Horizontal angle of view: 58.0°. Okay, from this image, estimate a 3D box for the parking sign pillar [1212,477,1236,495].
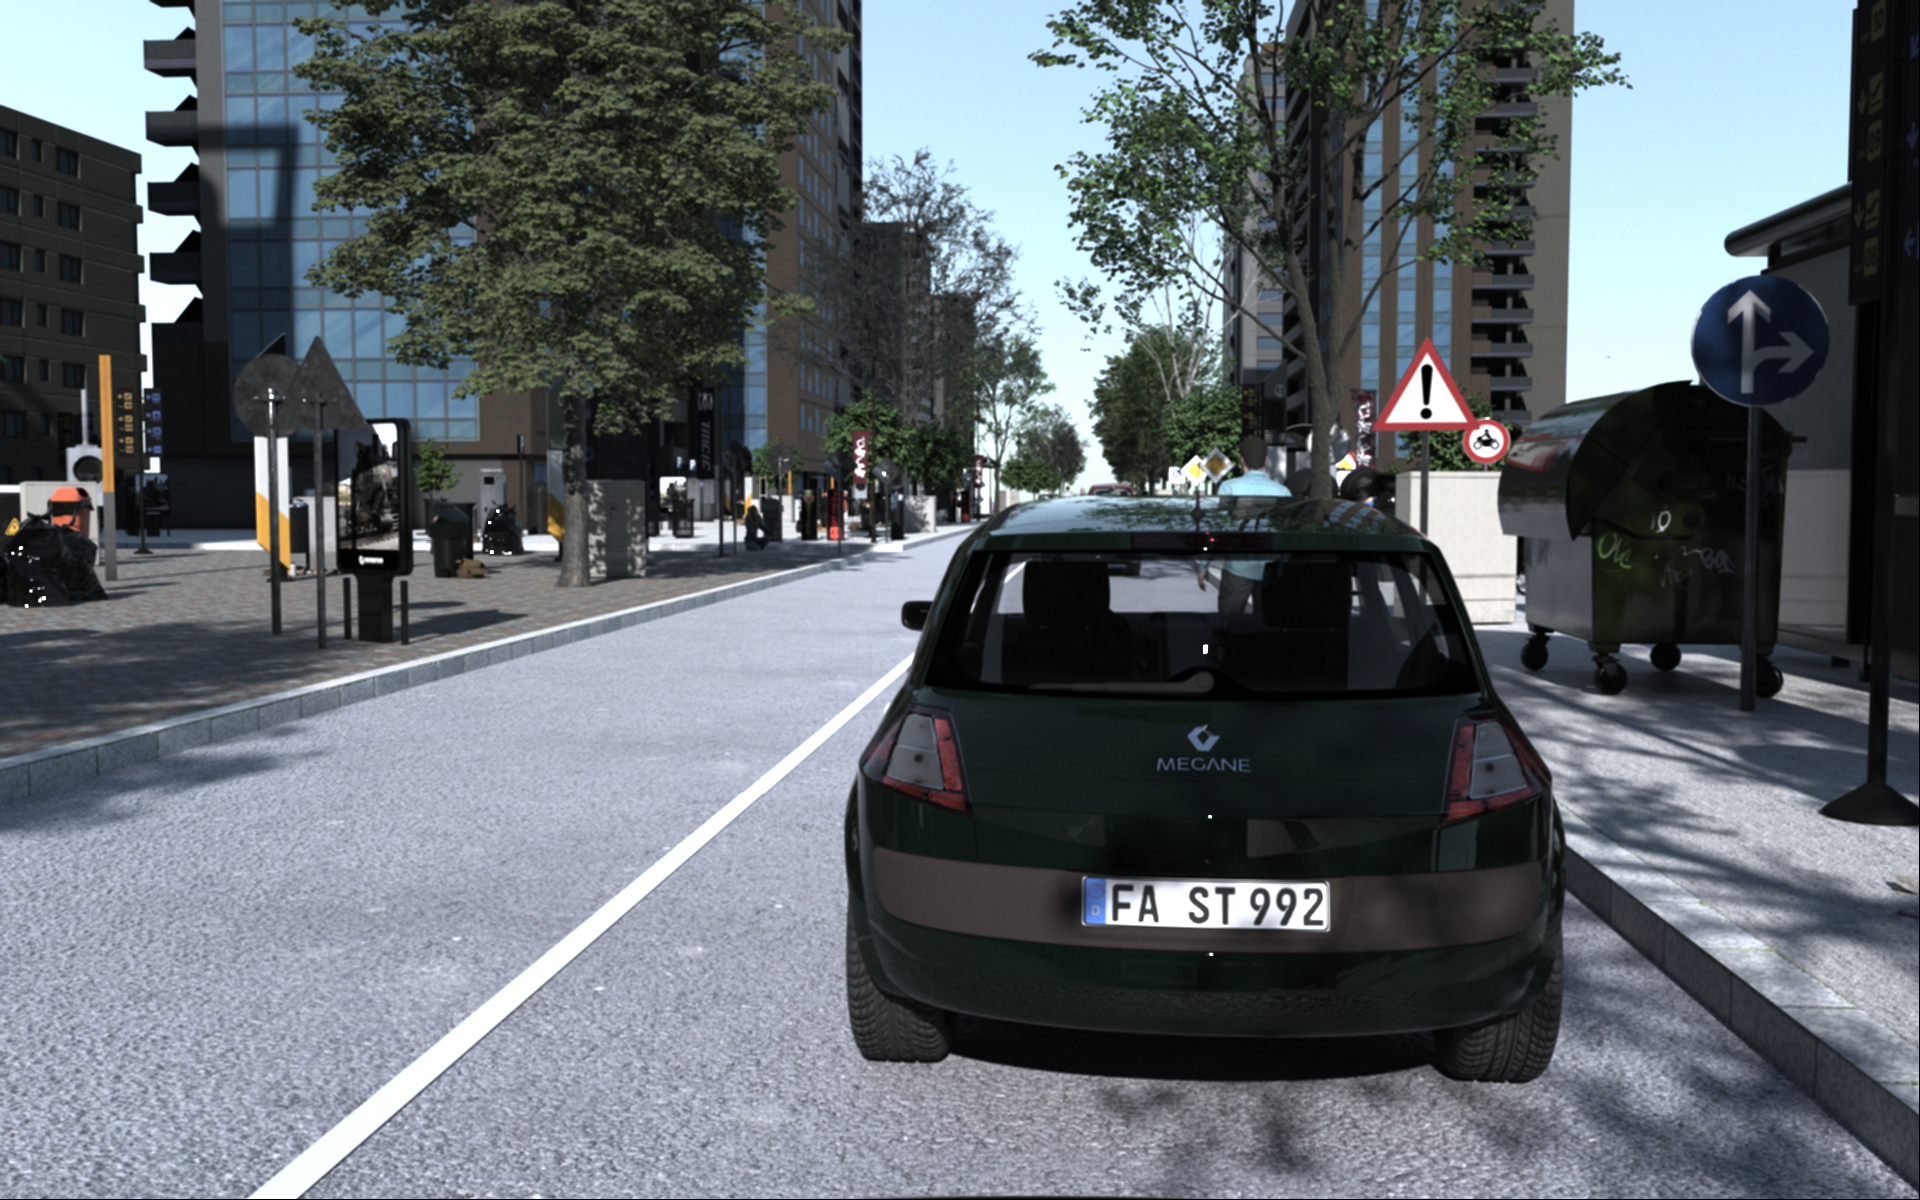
[{"bbox_3d":[9.398,-4.369,59.907,1.447,3.967,1.447,-1,4,-10],"label":"parking sign pillar"}]

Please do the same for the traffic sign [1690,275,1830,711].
[{"bbox_3d":[4.665,-0.616,10.186,0.768,2.556,0.104,1,4,8],"label":"traffic sign"}]

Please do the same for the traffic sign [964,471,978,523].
[{"bbox_3d":[0.439,-4.643,77.101,0.795,2.450,0.064,0,4,7],"label":"traffic sign"}]

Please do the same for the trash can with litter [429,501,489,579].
[{"bbox_3d":[-7.648,-0.929,26.578,1.055,1.170,0.624,2,4,35],"label":"trash can with litter"}]

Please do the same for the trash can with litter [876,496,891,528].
[{"bbox_3d":[-3.011,-3.423,67.030,1.678,1.210,2.233,0,4,7],"label":"trash can with litter"}]

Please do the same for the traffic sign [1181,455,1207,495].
[{"bbox_3d":[6.054,-2.495,44.436,0.795,2.450,0.064,0,4,5],"label":"traffic sign"}]

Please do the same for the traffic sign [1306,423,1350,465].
[{"bbox_3d":[6.507,-1.869,30.671,0.768,2.556,0.104,0,4,7],"label":"traffic sign"}]

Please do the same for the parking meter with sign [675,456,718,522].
[{"bbox_3d":[-12.212,-5.112,79.847,1.738,3.016,0.543,1,4,17],"label":"parking meter with sign"}]

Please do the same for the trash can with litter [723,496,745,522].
[{"bbox_3d":[-10.638,-4.250,80.874,1.055,1.170,0.624,-2,4,-32],"label":"trash can with litter"}]

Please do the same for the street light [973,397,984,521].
[{"bbox_3d":[0.861,-6.721,82.672,0.468,5.910,1.993,0,4,5],"label":"street light"}]

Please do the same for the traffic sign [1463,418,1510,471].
[{"bbox_3d":[8.837,-1.776,29.149,0.768,2.556,0.104,1,4,11],"label":"traffic sign"}]

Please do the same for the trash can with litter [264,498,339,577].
[{"bbox_3d":[-10.298,-1.025,27.821,1.678,1.210,2.233,2,4,25],"label":"trash can with litter"}]

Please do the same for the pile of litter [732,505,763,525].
[{"bbox_3d":[-8.858,-3.543,71.890,1.176,0.858,1.719,3,4,37],"label":"pile of litter"}]

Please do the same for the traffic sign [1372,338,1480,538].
[{"bbox_3d":[3.907,-0.891,14.574,0.884,2.594,0.081,0,4,6],"label":"traffic sign"}]

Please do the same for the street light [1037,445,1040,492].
[{"bbox_3d":[7.255,-11.381,158.864,0.468,5.910,1.993,0,4,5],"label":"street light"}]

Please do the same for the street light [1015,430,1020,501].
[{"bbox_3d":[4.127,-9.103,121.622,0.468,5.910,1.993,0,4,5],"label":"street light"}]

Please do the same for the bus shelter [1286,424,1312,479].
[{"bbox_3d":[10.155,-3.592,52.656,2.014,3.302,5.546,0,4,5],"label":"bus shelter"}]

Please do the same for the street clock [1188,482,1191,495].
[{"bbox_3d":[12.872,-5.747,98.538,0.471,2.002,0.358,3,4,36],"label":"street clock"}]

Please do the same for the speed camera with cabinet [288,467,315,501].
[{"bbox_3d":[-21.309,-3.781,56.156,2.038,3.252,0.660,-2,4,-27],"label":"speed camera with cabinet"}]

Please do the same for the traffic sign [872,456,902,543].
[{"bbox_3d":[-1.910,-2.537,45.129,0.795,2.450,0.064,0,4,5],"label":"traffic sign"}]

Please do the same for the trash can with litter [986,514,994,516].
[{"bbox_3d":[1.567,-5.457,100.274,1.678,1.210,2.233,0,4,3],"label":"trash can with litter"}]

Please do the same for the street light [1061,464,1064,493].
[{"bbox_3d":[14.334,-16.448,241.708,0.468,5.910,1.993,0,4,5],"label":"street light"}]

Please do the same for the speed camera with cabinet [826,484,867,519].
[{"bbox_3d":[-5.821,-5.785,88.922,2.038,3.252,0.660,-1,4,-22],"label":"speed camera with cabinet"}]

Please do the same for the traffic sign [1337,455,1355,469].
[{"bbox_3d":[10.786,-2.899,48.579,0.795,2.450,0.064,1,4,10],"label":"traffic sign"}]

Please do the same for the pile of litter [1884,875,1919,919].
[{"bbox_3d":[3.744,0.533,5.248,1.719,0.858,1.176,2,4,23],"label":"pile of litter"}]

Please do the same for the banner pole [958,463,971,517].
[{"bbox_3d":[0.292,-6.641,98.597,0.863,3.779,0.401,2,4,24],"label":"banner pole"}]

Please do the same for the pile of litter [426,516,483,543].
[{"bbox_3d":[-13.276,-1.958,45.978,1.719,0.858,1.176,1,4,17],"label":"pile of litter"}]

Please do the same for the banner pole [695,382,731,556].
[{"bbox_3d":[-5.125,-2.799,35.783,0.863,3.779,0.401,2,4,31],"label":"banner pole"}]

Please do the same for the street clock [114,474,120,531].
[{"bbox_3d":[-29.564,-3.415,60.400,0.471,2.002,0.358,-1,4,-13],"label":"street clock"}]

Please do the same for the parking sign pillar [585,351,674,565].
[{"bbox_3d":[-6.271,-2.628,31.441,1.447,3.967,1.447,2,4,35],"label":"parking sign pillar"}]

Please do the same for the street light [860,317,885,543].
[{"bbox_3d":[-2.270,-4.441,45.405,0.468,5.910,1.993,0,4,5],"label":"street light"}]

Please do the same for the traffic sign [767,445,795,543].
[{"bbox_3d":[-4.661,-2.742,44.933,0.768,2.556,0.104,1,4,15],"label":"traffic sign"}]

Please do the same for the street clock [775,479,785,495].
[{"bbox_3d":[-8.459,-4.690,81.253,0.471,2.002,0.358,3,5,42],"label":"street clock"}]

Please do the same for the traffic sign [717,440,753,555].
[{"bbox_3d":[-4.765,-2.170,36.663,0.795,2.450,0.064,1,4,14],"label":"traffic sign"}]

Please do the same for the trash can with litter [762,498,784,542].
[{"bbox_3d":[-5.049,-2.177,46.975,0.624,1.170,1.055,-1,4,-10],"label":"trash can with litter"}]

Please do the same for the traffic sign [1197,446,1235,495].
[{"bbox_3d":[5.379,-2.008,36.479,0.795,2.450,0.064,0,4,5],"label":"traffic sign"}]

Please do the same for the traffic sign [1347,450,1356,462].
[{"bbox_3d":[10.835,-2.990,48.991,0.768,2.556,0.104,1,4,9],"label":"traffic sign"}]

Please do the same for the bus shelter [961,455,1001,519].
[{"bbox_3d":[1.011,-5.987,91.812,2.014,3.302,5.546,0,4,5],"label":"bus shelter"}]

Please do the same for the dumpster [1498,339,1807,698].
[{"bbox_3d":[4.615,-0.564,11.716,1.502,2.255,1.985,0,4,5],"label":"dumpster"}]

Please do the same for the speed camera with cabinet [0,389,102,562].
[{"bbox_3d":[-17.010,-2.319,32.254,2.038,3.252,0.660,-2,4,-32],"label":"speed camera with cabinet"}]

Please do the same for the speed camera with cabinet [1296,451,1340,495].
[{"bbox_3d":[7.802,-2.540,35.860,2.038,3.252,0.660,-3,5,-40],"label":"speed camera with cabinet"}]

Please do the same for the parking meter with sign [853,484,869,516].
[{"bbox_3d":[-5.828,-6.436,101.494,0.543,3.016,1.738,2,4,29],"label":"parking meter with sign"}]

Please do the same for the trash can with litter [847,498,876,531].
[{"bbox_3d":[-3.439,-2.982,60.147,1.055,1.170,0.624,2,4,29],"label":"trash can with litter"}]

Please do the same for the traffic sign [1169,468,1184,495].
[{"bbox_3d":[8.333,-3.942,66.586,0.606,2.300,0.079,1,4,11],"label":"traffic sign"}]

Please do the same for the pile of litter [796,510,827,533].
[{"bbox_3d":[-4.942,-2.706,58.201,1.176,0.858,1.719,1,4,21],"label":"pile of litter"}]

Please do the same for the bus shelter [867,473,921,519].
[{"bbox_3d":[-3.136,-6.317,80.907,2.179,5.291,8.768,0,4,5],"label":"bus shelter"}]

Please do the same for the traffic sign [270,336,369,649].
[{"bbox_3d":[-5.298,-0.875,14.315,0.884,2.594,0.081,1,4,10],"label":"traffic sign"}]

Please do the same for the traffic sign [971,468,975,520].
[{"bbox_3d":[0.589,-5.258,86.081,0.768,2.556,0.104,0,4,5],"label":"traffic sign"}]

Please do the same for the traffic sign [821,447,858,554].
[{"bbox_3d":[-2.585,-2.051,37.173,0.795,2.450,0.064,0,4,5],"label":"traffic sign"}]

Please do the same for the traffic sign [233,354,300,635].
[{"bbox_3d":[-6.255,-0.958,15.777,0.768,2.556,0.104,0,4,7],"label":"traffic sign"}]

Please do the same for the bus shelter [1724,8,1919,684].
[{"bbox_3d":[6.995,-2.107,12.087,2.179,5.291,8.768,0,4,5],"label":"bus shelter"}]

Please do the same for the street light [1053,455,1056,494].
[{"bbox_3d":[11.140,-14.170,204.471,0.468,5.910,1.993,0,4,5],"label":"street light"}]

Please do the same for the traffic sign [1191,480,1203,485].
[{"bbox_3d":[13.060,-5.845,95.679,0.768,2.556,0.104,0,4,8],"label":"traffic sign"}]

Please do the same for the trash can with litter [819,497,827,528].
[{"bbox_3d":[-4.947,-3.325,65.758,0.624,1.170,1.055,-2,4,-25],"label":"trash can with litter"}]

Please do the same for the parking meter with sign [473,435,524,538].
[{"bbox_3d":[-13.756,-3.349,51.013,1.738,3.016,0.543,0,4,-3],"label":"parking meter with sign"}]
